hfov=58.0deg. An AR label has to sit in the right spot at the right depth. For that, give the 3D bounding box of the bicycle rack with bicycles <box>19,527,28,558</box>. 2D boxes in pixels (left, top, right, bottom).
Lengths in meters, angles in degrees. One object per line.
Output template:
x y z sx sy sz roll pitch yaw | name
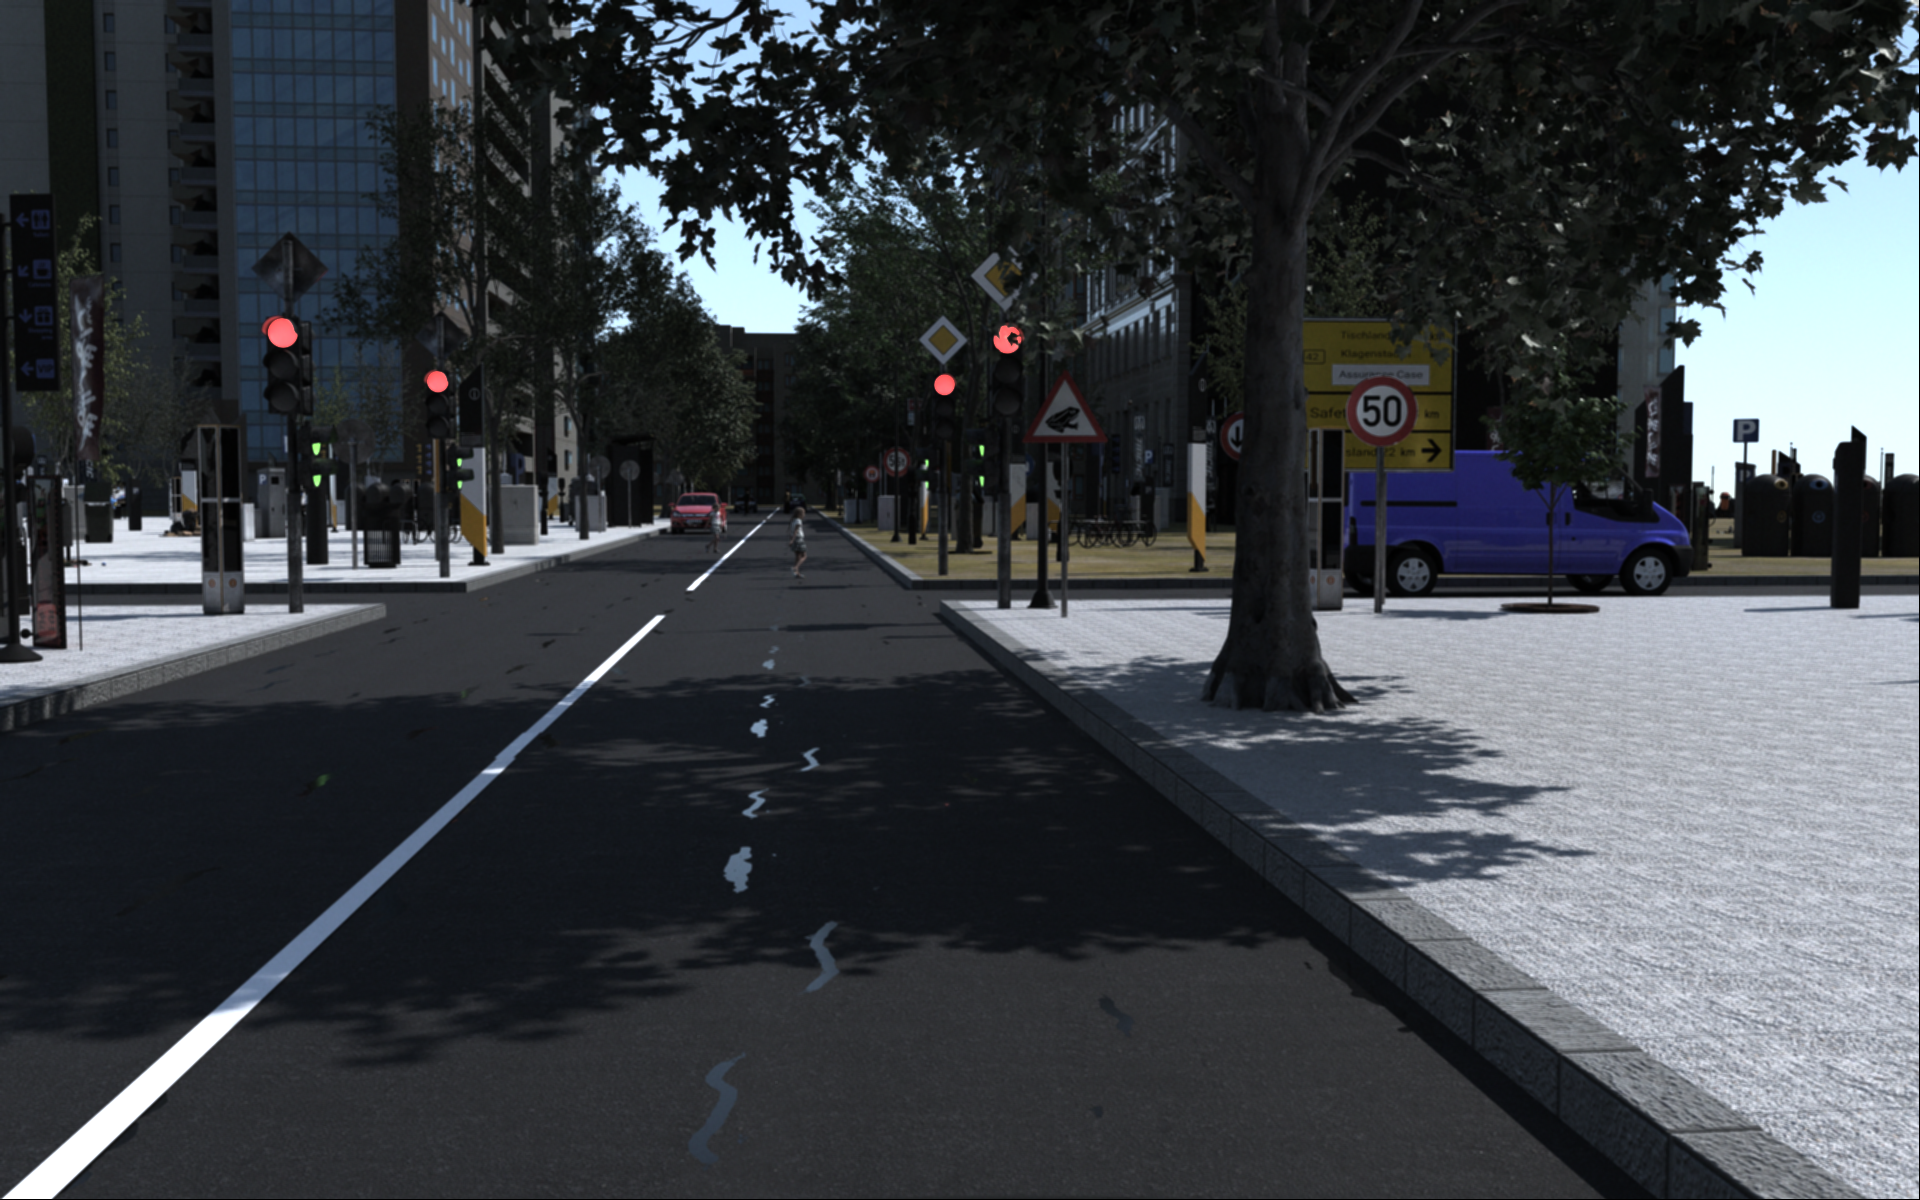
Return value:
-20.061 -1.308 34.771 2.852 0.926 2.925 -3 4 -38 | bicycle rack with bicycles

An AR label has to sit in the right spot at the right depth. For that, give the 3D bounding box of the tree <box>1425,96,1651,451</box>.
10.220 -4.958 31.430 4.360 8.622 3.978 0 3 0 | tree

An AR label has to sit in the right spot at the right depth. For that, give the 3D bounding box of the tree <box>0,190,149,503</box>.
-21.924 -5.610 42.080 4.737 8.622 4.395 0 3 0 | tree

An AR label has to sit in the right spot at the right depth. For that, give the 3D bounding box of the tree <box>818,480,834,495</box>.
-12.978 -10.758 170.499 1.663 3.219 1.824 0 3 0 | tree

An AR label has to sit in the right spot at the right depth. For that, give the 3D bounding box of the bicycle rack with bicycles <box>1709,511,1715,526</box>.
28.272 -3.359 68.296 2.925 0.926 2.852 3 5 40 | bicycle rack with bicycles

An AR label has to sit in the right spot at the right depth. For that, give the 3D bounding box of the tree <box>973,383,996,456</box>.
2.124 -9.217 101.054 4.737 8.622 4.395 0 3 0 | tree

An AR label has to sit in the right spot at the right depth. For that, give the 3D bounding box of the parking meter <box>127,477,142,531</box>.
-28.959 -3.369 60.795 0.255 1.863 0.399 3 5 42 | parking meter

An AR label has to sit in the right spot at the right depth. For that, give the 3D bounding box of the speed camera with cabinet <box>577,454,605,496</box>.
-17.960 -5.561 85.266 0.660 3.252 2.038 2 4 28 | speed camera with cabinet

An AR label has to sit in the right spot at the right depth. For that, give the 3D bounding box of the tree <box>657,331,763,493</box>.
-17.612 -12.408 120.996 7.486 12.596 7.792 0 3 0 | tree

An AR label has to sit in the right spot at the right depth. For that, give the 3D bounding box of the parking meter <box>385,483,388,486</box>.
-30.881 -5.332 92.881 0.399 1.863 0.255 1 4 10 | parking meter

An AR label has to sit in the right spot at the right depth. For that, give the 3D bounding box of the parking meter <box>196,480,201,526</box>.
-31.050 -3.966 70.549 0.399 1.863 0.255 1 4 13 | parking meter

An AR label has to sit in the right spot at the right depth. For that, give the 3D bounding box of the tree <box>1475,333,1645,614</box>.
6.473 -1.483 18.855 1.663 3.219 1.824 0 3 0 | tree

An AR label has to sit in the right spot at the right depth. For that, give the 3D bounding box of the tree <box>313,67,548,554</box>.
-9.854 -6.291 37.269 8.767 10.594 7.601 1 4 11 | tree

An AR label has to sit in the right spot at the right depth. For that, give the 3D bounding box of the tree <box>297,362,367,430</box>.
-35.169 -8.941 96.542 4.737 8.622 4.395 0 3 0 | tree

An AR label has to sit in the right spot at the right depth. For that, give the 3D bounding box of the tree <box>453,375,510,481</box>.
-27.230 -9.050 98.337 4.737 8.622 4.395 0 3 0 | tree

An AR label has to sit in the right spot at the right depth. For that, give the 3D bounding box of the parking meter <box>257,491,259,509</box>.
-34.550 -4.725 85.664 0.372 1.533 0.369 0 3 0 | parking meter

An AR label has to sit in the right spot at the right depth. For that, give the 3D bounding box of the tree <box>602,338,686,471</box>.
-14.526 -7.937 80.131 4.360 8.622 3.978 0 3 0 | tree

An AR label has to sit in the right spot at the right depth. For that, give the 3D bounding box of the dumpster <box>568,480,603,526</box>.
-15.254 -3.956 70.439 1.264 1.857 1.865 0 4 -6 | dumpster

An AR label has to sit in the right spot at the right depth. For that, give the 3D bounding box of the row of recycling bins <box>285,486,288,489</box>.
-33.480 -5.042 89.555 3.534 1.692 1.069 -2 4 -30 | row of recycling bins

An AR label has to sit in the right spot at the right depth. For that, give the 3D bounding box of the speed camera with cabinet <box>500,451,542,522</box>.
-20.159 -5.188 79.162 2.038 3.252 0.660 -2 4 -26 | speed camera with cabinet

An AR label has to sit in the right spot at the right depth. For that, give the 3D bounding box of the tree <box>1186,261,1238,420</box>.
9.372 -6.415 55.249 4.737 8.622 4.395 0 3 0 | tree

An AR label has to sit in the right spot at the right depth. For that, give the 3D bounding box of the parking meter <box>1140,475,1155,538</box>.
5.523 -2.773 51.042 0.399 1.863 0.255 -1 4 -13 | parking meter

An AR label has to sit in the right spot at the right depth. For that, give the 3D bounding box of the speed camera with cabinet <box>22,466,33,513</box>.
-31.601 -3.854 57.341 2.038 3.252 0.660 2 4 26 | speed camera with cabinet

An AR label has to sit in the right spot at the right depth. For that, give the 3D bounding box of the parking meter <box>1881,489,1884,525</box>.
38.936 -3.939 72.808 0.372 1.533 0.369 0 3 0 | parking meter

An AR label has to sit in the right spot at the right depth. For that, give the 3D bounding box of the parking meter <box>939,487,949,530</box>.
-0.565 -3.259 61.692 0.372 1.533 0.369 0 3 0 | parking meter

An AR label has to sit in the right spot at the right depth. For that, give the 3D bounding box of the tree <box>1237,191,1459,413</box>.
9.731 -5.618 42.218 4.737 8.622 4.395 0 3 0 | tree

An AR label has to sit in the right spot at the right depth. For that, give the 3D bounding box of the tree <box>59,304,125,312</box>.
-32.544 -6.983 64.530 4.360 8.622 3.978 0 3 0 | tree

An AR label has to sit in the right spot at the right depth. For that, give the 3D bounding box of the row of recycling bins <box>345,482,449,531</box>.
-20.007 -3.296 61.010 3.534 1.692 1.069 1 4 9 | row of recycling bins

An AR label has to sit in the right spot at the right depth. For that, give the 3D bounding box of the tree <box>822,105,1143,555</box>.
0.260 -6.797 36.892 9.928 11.665 9.643 0 3 0 | tree

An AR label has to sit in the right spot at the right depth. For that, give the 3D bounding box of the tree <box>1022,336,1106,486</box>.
4.546 -7.798 77.862 4.360 8.622 3.978 0 3 0 | tree

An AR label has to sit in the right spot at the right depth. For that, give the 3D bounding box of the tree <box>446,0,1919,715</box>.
1.909 -5.698 10.168 9.611 12.733 9.660 0 3 0 | tree

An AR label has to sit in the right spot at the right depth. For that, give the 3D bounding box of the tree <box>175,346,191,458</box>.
-37.969 -7.899 79.505 4.360 8.622 3.978 0 3 0 | tree

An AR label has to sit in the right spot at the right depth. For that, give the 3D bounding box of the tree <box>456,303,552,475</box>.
-17.716 -7.090 66.288 4.360 8.622 3.978 0 3 0 | tree

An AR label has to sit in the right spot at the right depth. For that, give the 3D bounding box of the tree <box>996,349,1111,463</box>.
5.132 -8.273 85.620 4.737 8.622 4.395 0 3 0 | tree

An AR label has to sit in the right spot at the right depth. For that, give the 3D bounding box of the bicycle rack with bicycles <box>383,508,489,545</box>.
-13.713 -1.940 45.104 2.852 0.926 2.925 -3 5 -41 | bicycle rack with bicycles

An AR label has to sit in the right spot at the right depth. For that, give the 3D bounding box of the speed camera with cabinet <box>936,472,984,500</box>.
0.019 -4.786 72.582 2.038 3.252 0.660 -2 4 -27 | speed camera with cabinet

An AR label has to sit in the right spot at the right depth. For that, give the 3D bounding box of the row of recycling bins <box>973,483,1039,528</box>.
1.779 -3.610 66.136 3.534 1.692 1.069 0 4 -8 | row of recycling bins

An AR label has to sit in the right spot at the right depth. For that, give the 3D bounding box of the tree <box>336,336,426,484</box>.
-26.633 -7.892 79.390 4.360 8.622 3.978 0 3 0 | tree

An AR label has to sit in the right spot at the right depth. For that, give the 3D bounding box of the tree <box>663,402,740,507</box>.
-17.689 -9.913 112.438 4.737 8.622 4.395 0 3 0 | tree

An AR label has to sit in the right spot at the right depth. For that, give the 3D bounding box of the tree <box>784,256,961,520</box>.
-4.535 -11.046 87.252 9.857 13.997 8.962 0 3 0 | tree

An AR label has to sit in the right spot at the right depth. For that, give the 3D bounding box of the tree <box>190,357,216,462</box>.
-39.479 -8.343 86.763 4.360 8.622 3.978 0 3 0 | tree

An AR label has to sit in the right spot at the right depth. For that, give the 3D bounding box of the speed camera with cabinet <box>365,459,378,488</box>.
-29.533 -5.685 87.279 0.660 3.252 2.038 -2 4 -24 | speed camera with cabinet

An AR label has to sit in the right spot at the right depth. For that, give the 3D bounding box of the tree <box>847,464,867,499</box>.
-5.365 -6.082 94.040 1.663 3.219 1.824 0 3 0 | tree

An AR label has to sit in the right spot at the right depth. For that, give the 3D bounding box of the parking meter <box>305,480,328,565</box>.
-11.725 -1.416 31.561 0.372 1.533 0.369 0 3 0 | parking meter

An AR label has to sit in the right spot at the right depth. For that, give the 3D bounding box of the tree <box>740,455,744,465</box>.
-22.872 -13.522 171.444 4.737 8.622 4.395 0 3 0 | tree

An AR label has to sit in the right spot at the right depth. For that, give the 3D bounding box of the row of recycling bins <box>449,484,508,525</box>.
-19.916 -3.941 71.549 3.534 1.692 1.069 1 4 21 | row of recycling bins

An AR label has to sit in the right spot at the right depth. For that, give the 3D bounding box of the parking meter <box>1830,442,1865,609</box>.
10.008 -0.846 19.538 0.255 1.863 0.399 1 4 19 | parking meter

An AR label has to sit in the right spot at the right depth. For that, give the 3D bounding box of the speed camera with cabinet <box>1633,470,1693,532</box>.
24.109 -3.972 59.281 2.038 3.252 0.660 -1 4 -11 | speed camera with cabinet

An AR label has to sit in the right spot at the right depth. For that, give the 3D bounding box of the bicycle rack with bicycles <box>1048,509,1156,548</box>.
3.559 -1.775 42.412 2.925 0.926 2.852 -2 4 -27 | bicycle rack with bicycles
